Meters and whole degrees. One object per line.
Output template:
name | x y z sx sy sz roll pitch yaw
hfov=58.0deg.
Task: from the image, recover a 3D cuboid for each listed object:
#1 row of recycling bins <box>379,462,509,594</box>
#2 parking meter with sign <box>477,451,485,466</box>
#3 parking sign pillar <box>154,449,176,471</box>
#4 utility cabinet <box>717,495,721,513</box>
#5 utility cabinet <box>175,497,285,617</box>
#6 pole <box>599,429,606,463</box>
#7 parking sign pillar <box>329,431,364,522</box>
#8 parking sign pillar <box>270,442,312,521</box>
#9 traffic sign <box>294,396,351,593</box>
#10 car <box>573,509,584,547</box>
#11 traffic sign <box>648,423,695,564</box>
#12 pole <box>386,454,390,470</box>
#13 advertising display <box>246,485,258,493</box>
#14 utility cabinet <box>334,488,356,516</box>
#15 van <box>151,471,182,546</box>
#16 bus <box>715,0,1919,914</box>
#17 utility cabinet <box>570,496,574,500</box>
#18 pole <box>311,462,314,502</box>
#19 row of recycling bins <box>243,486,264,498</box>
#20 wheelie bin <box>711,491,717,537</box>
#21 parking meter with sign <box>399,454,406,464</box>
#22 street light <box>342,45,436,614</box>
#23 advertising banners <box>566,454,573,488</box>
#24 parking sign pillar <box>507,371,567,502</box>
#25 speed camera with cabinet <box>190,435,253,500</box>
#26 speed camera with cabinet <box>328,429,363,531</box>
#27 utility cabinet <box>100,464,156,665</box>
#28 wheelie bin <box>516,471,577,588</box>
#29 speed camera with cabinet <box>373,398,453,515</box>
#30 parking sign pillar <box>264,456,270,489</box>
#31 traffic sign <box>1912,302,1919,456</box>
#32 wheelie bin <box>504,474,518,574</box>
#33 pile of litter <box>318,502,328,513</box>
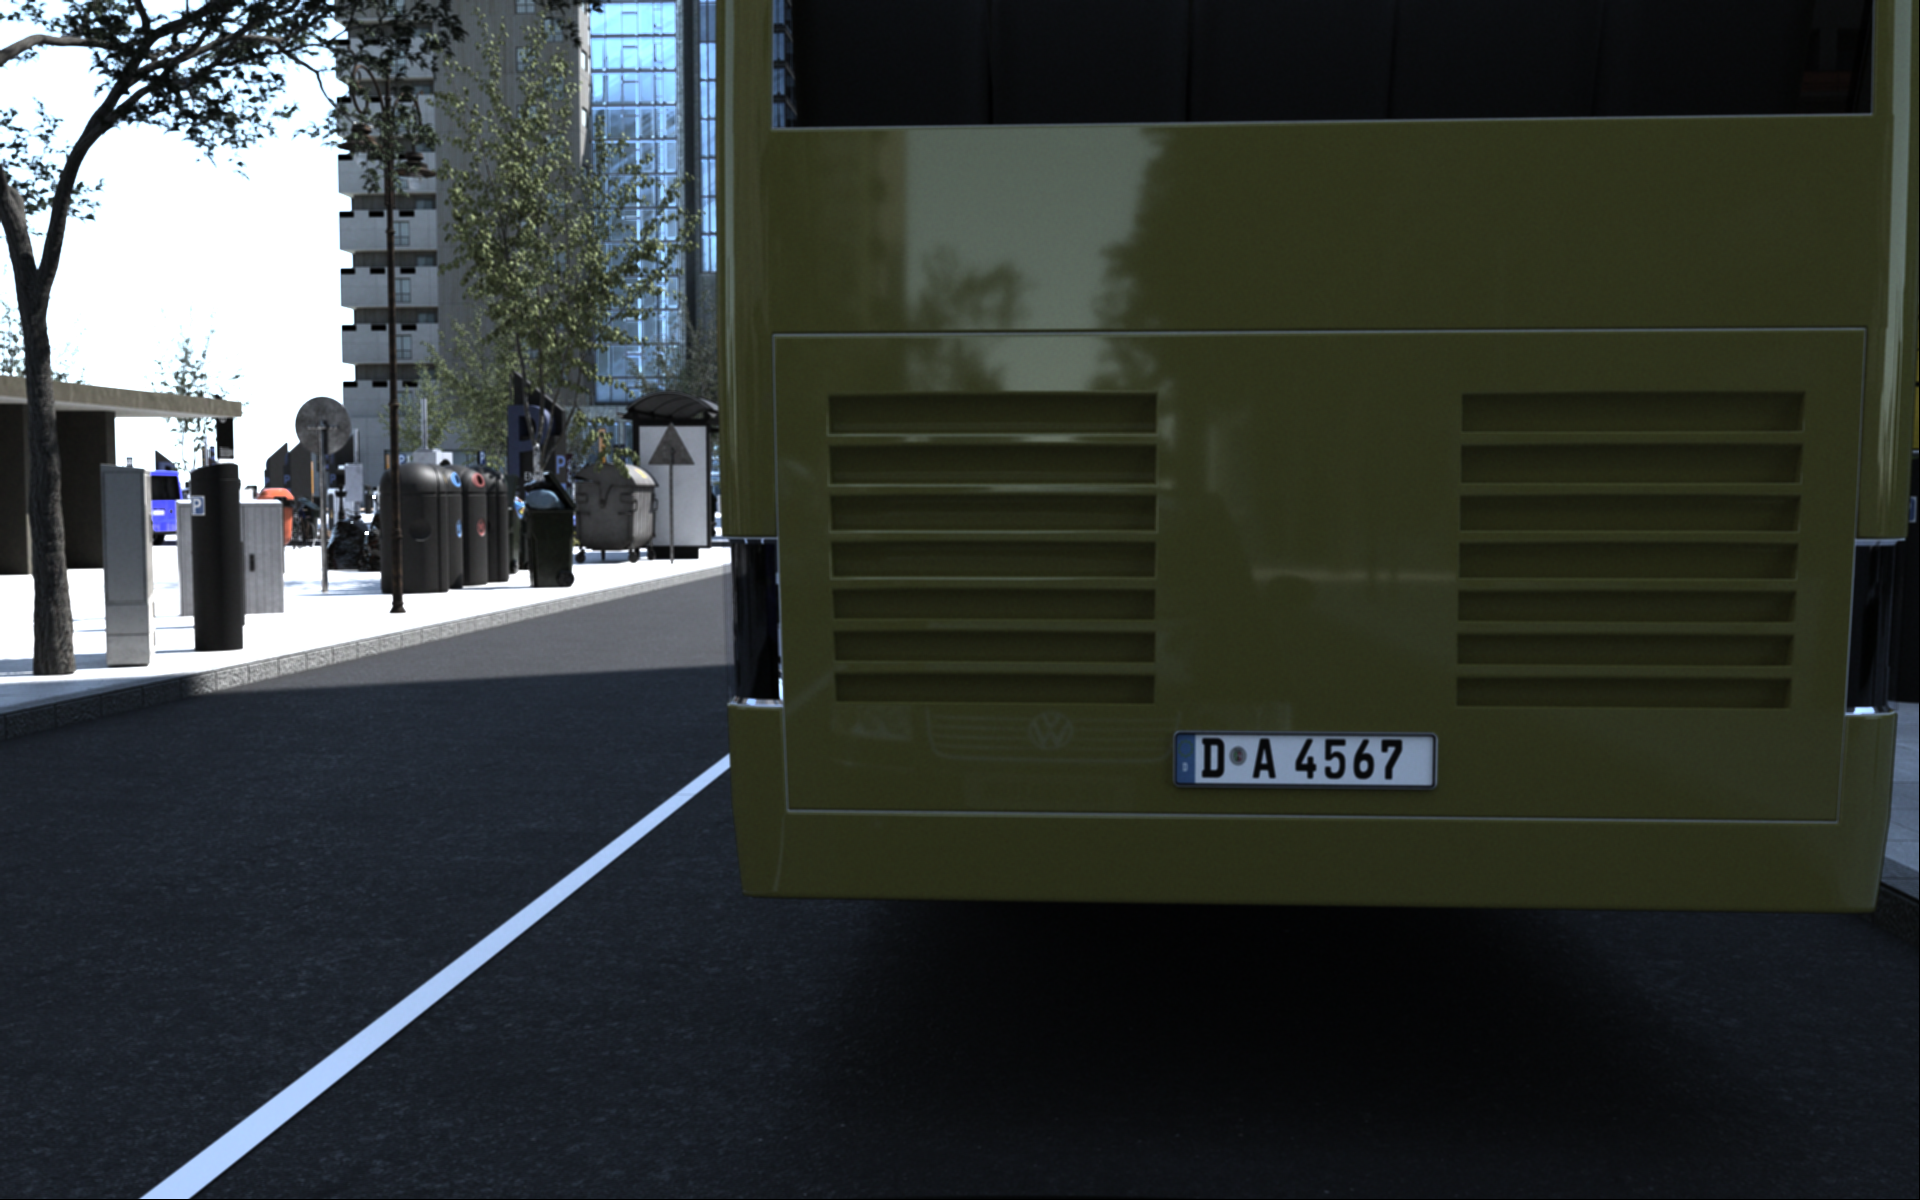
row of recycling bins | -7.102 -1.025 23.878 1.069 1.692 3.534 0 4 2
parking meter with sign | -18.600 -4.521 70.180 1.738 3.016 0.543 1 4 10
parking sign pillar | -47.911 -7.106 104.652 1.447 3.967 1.447 2 4 31
utility cabinet | -16.096 -6.421 116.142 0.306 1.237 1.020 -1 4 -14
utility cabinet | -7.757 -0.444 18.423 1.020 1.237 0.306 -2 4 -31
pole | -11.171 -3.688 54.142 0.158 3.312 0.155 0 3 0
parking sign pillar | -26.091 -5.197 73.440 1.447 3.967 1.447 2 4 27
parking sign pillar | -29.342 -5.397 76.719 1.447 3.967 1.447 1 4 21
traffic sign | -8.277 -1.369 22.497 0.768 2.556 0.104 0 4 6
car | -10.544 -2.086 43.705 3.694 1.707 1.945 0 4 2
traffic sign | -5.258 -1.929 31.546 0.884 2.594 0.081 1 4 11
pole | -29.466 -5.836 89.257 0.158 3.312 0.155 0 3 0
advertising display | -49.859 -7.143 122.002 0.123 1.923 0.974 1 4 21
utility cabinet | -23.881 -3.592 67.415 0.318 1.500 1.173 1 4 13
van | -23.308 -2.517 45.536 5.245 2.365 2.240 0 4 3
bus | 1.099 -1.108 9.670 2.896 3.916 12.252 0 4 4
utility cabinet | -15.462 -3.458 67.694 0.306 1.237 1.020 1 4 14
pole | -40.580 -7.006 108.396 0.158 3.312 0.155 0 3 0
row of recycling bins | -38.693 -5.264 93.176 3.534 1.692 1.069 -1 4 -15
wheelie bin | -7.729 -2.712 52.248 0.693 1.594 0.980 -2 4 -24
parking meter with sign | -23.633 -4.833 75.285 1.738 3.016 0.543 1 4 23
street light | -6.060 -2.795 18.492 0.468 5.910 1.993 0 4 4
advertising banners | -17.151 -4.775 74.257 0.090 3.025 2.074 1 4 20
parking sign pillar | -9.229 -3.015 37.763 1.447 3.967 1.447 2 4 25
speed camera with cabinet | -25.196 -3.961 59.104 0.660 3.252 2.038 2 4 31
speed camera with cabinet | -18.837 -3.588 53.005 0.660 3.252 2.038 -2 4 -33
utility cabinet | -6.367 -0.283 13.305 0.318 1.500 1.173 -1 4 -23
wheelie bin | -5.671 -0.979 23.915 0.693 1.594 0.980 -1 4 -20
speed camera with cabinet | -11.030 -2.494 35.121 0.660 3.252 2.038 1 4 13
parking sign pillar | -34.995 -6.129 88.681 1.447 3.967 1.447 2 4 24
traffic sign | 6.081 -1.078 11.495 2.265 3.308 0.079 0 4 5
wheelie bin | -7.452 -1.219 27.834 0.980 1.594 0.693 0 4 -2
pile of litter | -42.596 -6.199 115.320 1.176 0.858 1.719 3 5 40
